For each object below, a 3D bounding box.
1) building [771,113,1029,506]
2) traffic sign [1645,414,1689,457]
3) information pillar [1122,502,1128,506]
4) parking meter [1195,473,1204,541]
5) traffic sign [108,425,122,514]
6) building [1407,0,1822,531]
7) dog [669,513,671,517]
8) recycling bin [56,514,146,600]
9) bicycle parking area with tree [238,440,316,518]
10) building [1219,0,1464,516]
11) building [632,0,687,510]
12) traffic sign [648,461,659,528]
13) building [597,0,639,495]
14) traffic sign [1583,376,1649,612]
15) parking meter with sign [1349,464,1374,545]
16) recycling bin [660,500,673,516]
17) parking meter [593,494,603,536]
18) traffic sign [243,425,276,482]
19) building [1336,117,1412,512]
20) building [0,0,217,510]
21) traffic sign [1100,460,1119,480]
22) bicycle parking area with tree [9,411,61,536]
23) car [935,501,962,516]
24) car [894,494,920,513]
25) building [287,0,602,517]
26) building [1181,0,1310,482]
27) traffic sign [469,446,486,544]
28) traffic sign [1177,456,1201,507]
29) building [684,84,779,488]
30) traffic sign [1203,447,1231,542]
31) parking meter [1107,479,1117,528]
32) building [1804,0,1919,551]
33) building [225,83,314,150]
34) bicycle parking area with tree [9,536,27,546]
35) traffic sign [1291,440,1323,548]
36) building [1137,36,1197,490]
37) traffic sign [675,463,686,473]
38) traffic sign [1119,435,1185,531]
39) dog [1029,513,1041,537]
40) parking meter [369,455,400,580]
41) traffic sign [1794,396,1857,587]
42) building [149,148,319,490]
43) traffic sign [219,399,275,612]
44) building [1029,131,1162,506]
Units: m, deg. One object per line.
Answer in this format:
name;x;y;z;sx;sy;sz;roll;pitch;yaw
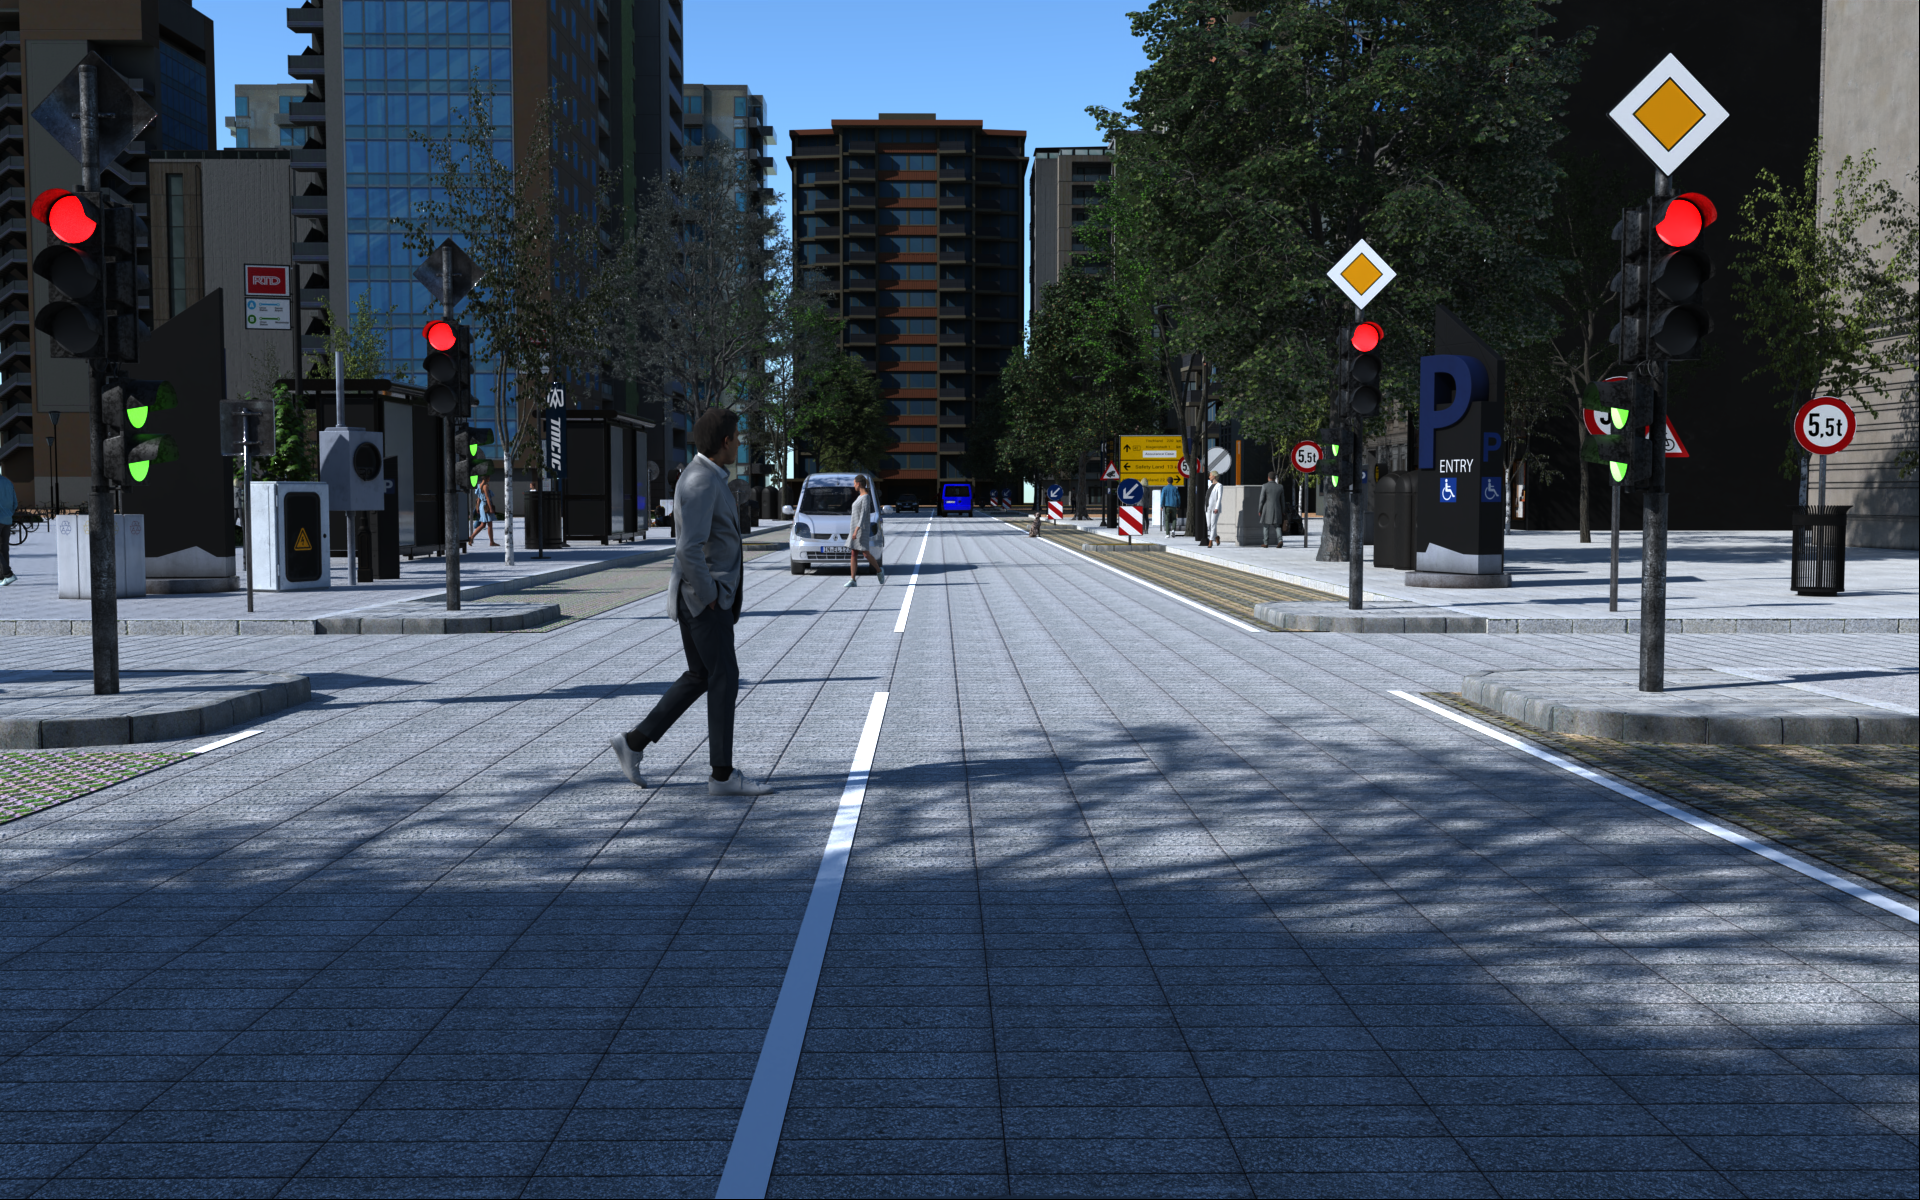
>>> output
building;-6.758;-33.487;202.144;28.867;44.769;22.147;0;4;-1
traffic sign;10.136;-1.540;25.191;0.884;2.594;0.081;0;4;0
information pillar;8.909;-5.403;92.830;0.304;2.012;0.304;3;5;40
parking meter;6.571;-2.542;47.267;0.255;1.863;0.399;0;4;0
traffic sign;-12.107;-1.524;25.024;0.768;2.556;0.104;0;4;6
building;25.933;-14.571;67.907;12.332;23.373;15.834;0;4;-1
dog;-11.956;-3.312;70.977;0.406;0.507;0.540;-1;4;-14
recycling bin;-10.605;-0.541;21.398;0.722;1.027;0.722;1;4;19
bicycle parking area with tree;-33.124;-5.303;73.701;8.231;4.147;9.016;0;4;-4
building;30.499;-48.787;110.347;22.319;86.520;31.000;0;4;-1
building;-37.630;-36.831;144.183;28.212;58.520;21.231;0;4;-1
traffic sign;-11.827;-4.027;65.951;0.768;2.556;0.104;0;4;4
building;-29.723;-26.398;115.203;14.154;41.232;14.086;0;4;-1
traffic sign;7.136;-1.145;18.835;0.768;2.556;0.104;0;4;4
parking meter with sign;10.025;-2.925;44.080;0.543;3.016;1.738;-1;4;-18
recycling bin;-13.162;-4.039;78.592;0.722;1.027;0.722;0;4;7
parking meter;-10.479;-2.717;50.132;0.255;1.863;0.399;0;4;-3
traffic sign;-9.862;-1.464;24.045;0.768;2.556;0.104;0;4;6
building;25.032;-14.443;85.301;9.793;20.994;18.267;0;4;-1
building;-73.423;-30.473;148.348;14.200;45.320;14.600;0;4;-1
traffic sign;5.817;-4.073;66.593;0.884;2.594;0.081;0;4;2
bicycle parking area with tree;-33.777;-4.497;60.522;8.231;4.147;9.016;2;4;31
car;-0.689;-6.387;117.011;1.945;1.354;3.894;0;3;0
car;-4.008;-7.466;131.849;2.009;1.686;4.222;0;4;-1
building;-29.311;-27.564;100.776;14.600;45.320;14.200;0;4;-1
building;29.989;-29.797;141.806;22.147;44.769;28.867;0;4;-1
traffic sign;-12.648;-2.734;44.800;0.768;2.556;0.104;0;4;2
traffic sign;7.390;-3.415;55.946;0.768;2.556;0.104;0;4;0
building;-36.514;-35.622;202.033;30.456;49.044;23.786;0;4;-1
traffic sign;6.901;-2.842;46.569;0.768;2.556;0.104;1;4;8
parking meter;5.692;-3.615;64.820;0.255;1.863;0.399;-2;4;-24
building;31.404;-12.373;38.456;21.152;22.565;11.583;0;4;-1
building;-67.422;-35.629;202.136;30.456;49.044;23.786;0;4;-1
bicycle parking area with tree;-26.838;-3.279;40.621;9.016;4.147;8.231;1;4;12
traffic sign;8.256;-2.518;41.272;0.768;2.556;0.104;0;4;3
building;36.001;-37.700;205.641;27.495;52.752;28.713;0;4;-1
traffic sign;-11.738;-4.465;72.743;0.795;2.593;0.064;0;4;8
traffic sign;6.606;-4.018;59.567;2.265;3.308;0.079;0;4;5
dog;2.379;-2.479;57.373;0.800;0.831;0.513;-1;4;-18
parking meter;-8.694;-1.248;26.119;0.399;1.863;0.255;-3;5;-44
traffic sign;11.254;-1.377;22.612;0.768;2.556;0.104;1;4;8
building;-59.055;-23.032;148.272;14.107;30.474;14.160;0;4;-1
traffic sign;-7.709;-1.017;18.756;0.606;2.300;0.079;0;4;5
building;15.253;-31.462;198.005;14.086;41.232;14.154;0;4;-1
